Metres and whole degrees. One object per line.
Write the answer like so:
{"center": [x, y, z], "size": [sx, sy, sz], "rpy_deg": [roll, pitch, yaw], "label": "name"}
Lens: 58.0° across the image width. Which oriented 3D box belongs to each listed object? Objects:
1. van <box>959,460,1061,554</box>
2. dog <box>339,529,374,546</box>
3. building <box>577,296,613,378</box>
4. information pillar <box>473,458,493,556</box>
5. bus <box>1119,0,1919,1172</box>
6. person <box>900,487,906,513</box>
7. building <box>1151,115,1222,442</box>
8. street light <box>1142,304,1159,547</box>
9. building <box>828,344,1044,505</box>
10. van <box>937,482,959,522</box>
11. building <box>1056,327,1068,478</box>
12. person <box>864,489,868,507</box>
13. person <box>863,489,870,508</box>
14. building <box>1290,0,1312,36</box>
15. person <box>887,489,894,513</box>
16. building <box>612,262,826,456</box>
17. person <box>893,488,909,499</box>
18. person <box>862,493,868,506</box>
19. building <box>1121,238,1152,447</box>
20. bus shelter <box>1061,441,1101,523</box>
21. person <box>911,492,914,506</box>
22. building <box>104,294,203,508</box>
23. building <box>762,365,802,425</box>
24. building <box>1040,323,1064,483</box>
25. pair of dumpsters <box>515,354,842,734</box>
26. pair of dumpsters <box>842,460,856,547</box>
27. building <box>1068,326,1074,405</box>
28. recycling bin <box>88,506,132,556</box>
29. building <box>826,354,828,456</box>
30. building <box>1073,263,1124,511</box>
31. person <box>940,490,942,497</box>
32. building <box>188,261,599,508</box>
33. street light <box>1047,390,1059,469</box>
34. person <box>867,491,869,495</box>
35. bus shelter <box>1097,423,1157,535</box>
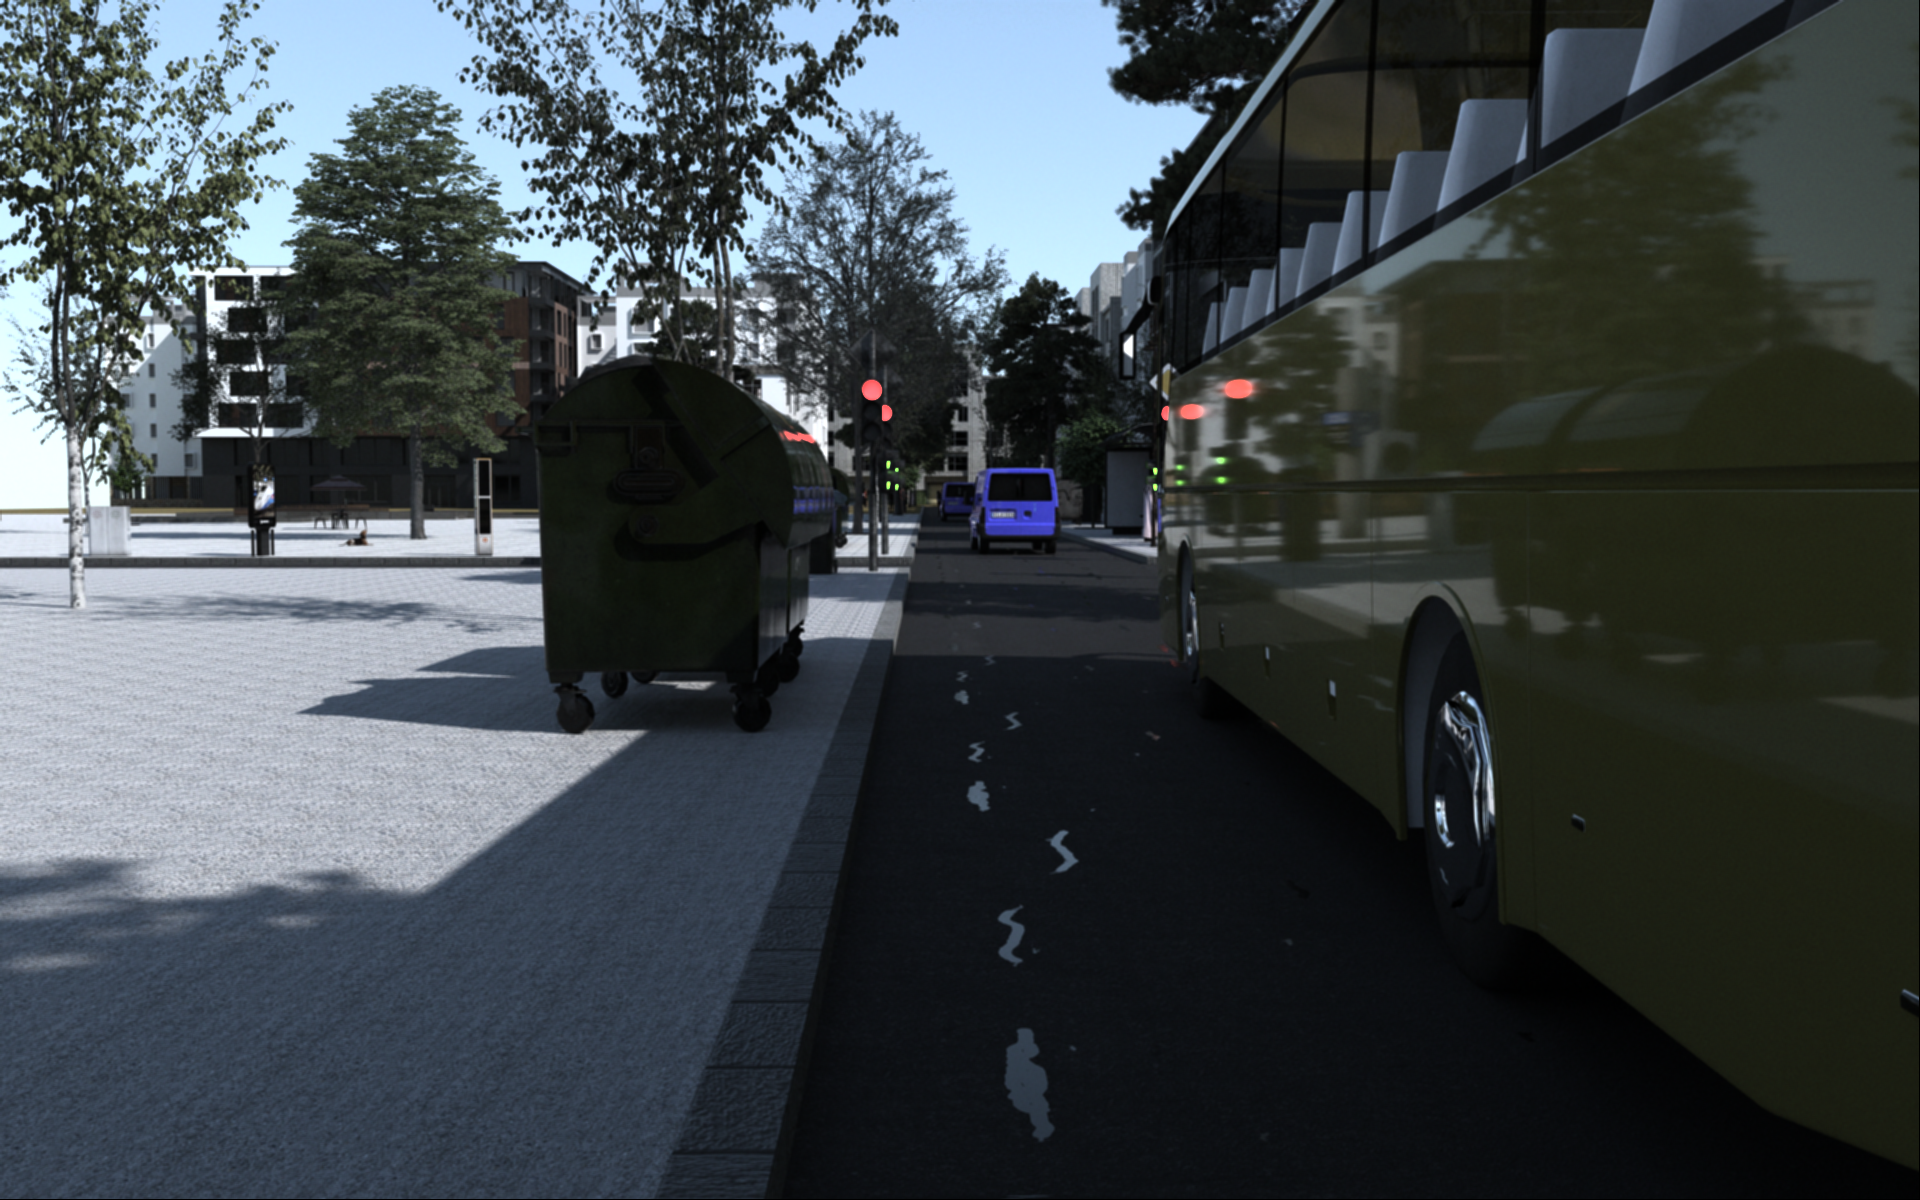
{"center": [1.293, -2.369, 43.113], "size": [2.240, 2.365, 5.245], "rpy_deg": [0, 4, -3], "label": "van"}
{"center": [-15.043, -1.554, 43.146], "size": [0.748, 0.427, 0.550], "rpy_deg": [0, 4, 4], "label": "dog"}
{"center": [-30.848, -19.284, 171.706], "size": [11.380, 20.091, 16.016], "rpy_deg": [0, 4, -1], "label": "building"}
{"center": [-9.870, -1.917, 35.842], "size": [0.304, 2.012, 0.304], "rpy_deg": [-2, 4, -28], "label": "information pillar"}
{"center": [2.670, -0.995, 7.821], "size": [2.896, 3.916, 12.252], "rpy_deg": [0, 4, 0], "label": "bus"}
{"center": [-4.035, -6.943, 120.096], "size": [0.750, 1.759, 0.617], "rpy_deg": [1, 4, 13], "label": "person"}
{"center": [19.498, -17.009, 97.167], "size": [14.314, 24.678, 30.058], "rpy_deg": [0, 4, -1], "label": "building"}
{"center": [4.695, -4.223, 41.839], "size": [0.468, 5.910, 1.993], "rpy_deg": [0, 4, -1], "label": "street light"}
{"center": [-6.006, -21.133, 211.983], "size": [31.486, 18.905, 16.747], "rpy_deg": [0, 4, -1], "label": "building"}
{"center": [-0.055, -5.353, 91.899], "size": [2.240, 2.365, 5.245], "rpy_deg": [0, 4, -2], "label": "van"}
{"center": [17.830, -19.439, 174.239], "size": [16.016, 20.091, 11.380], "rpy_deg": [0, 4, -1], "label": "building"}
{"center": [-9.336, -10.137, 171.718], "size": [0.705, 1.831, 1.348], "rpy_deg": [0, 4, 5], "label": "person"}
{"center": [-8.339, -9.465, 160.811], "size": [1.348, 1.822, 0.705], "rpy_deg": [-2, 4, -29], "label": "person"}
{"center": [19.359, -14.954, 74.170], "size": [12.332, 23.373, 15.834], "rpy_deg": [0, 4, -1], "label": "building"}
{"center": [-4.542, -6.665, 115.840], "size": [1.217, 1.723, 0.721], "rpy_deg": [-3, 5, -45], "label": "person"}
{"center": [-19.894, -17.708, 145.945], "size": [16.016, 20.091, 11.380], "rpy_deg": [0, 4, -1], "label": "building"}
{"center": [-4.489, -7.564, 129.655], "size": [1.348, 1.831, 0.705], "rpy_deg": [0, 4, 8], "label": "person"}
{"center": [-10.128, -10.636, 183.132], "size": [0.799, 1.438, 0.628], "rpy_deg": [-3, 5, -42], "label": "person"}
{"center": [19.301, -16.072, 119.194], "size": [16.016, 20.091, 11.380], "rpy_deg": [0, 4, -1], "label": "building"}
{"center": [5.370, -5.357, 78.872], "size": [1.731, 3.624, 6.357], "rpy_deg": [0, 4, -1], "label": "bus shelter"}
{"center": [-5.111, -10.746, 182.410], "size": [0.551, 1.740, 0.621], "rpy_deg": [0, 4, -3], "label": "person"}
{"center": [-74.934, -19.221, 170.680], "size": [11.380, 20.091, 16.016], "rpy_deg": [0, 4, -1], "label": "building"}
{"center": [-16.103, -11.272, 126.439], "size": [9.099, 9.664, 28.070], "rpy_deg": [0, 4, -1], "label": "building"}
{"center": [25.944, -22.893, 218.273], "size": [32.646, 21.610, 27.936], "rpy_deg": [0, 4, -1], "label": "building"}
{"center": [-1.692, -0.535, 11.246], "size": [1.574, 2.255, 4.436], "rpy_deg": [0, 4, -1], "label": "pair of dumpsters"}
{"center": [-3.422, -2.472, 42.910], "size": [1.574, 2.255, 4.436], "rpy_deg": [0, 4, -1], "label": "pair of dumpsters"}
{"center": [18.837, -18.745, 162.898], "size": [16.016, 20.091, 11.380], "rpy_deg": [0, 4, -1], "label": "building"}
{"center": [-17.666, -1.434, 35.993], "size": [0.722, 1.027, 0.722], "rpy_deg": [-1, 4, -19], "label": "recycling bin"}
{"center": [-20.437, -18.410, 157.423], "size": [16.016, 20.091, 11.380], "rpy_deg": [0, 4, -1], "label": "building"}
{"center": [18.922, -16.800, 141.136], "size": [16.747, 18.905, 31.486], "rpy_deg": [0, 4, -1], "label": "building"}
{"center": [-1.781, -10.466, 179.244], "size": [0.705, 1.869, 1.348], "rpy_deg": [-3, 4, -39], "label": "person"}
{"center": [-52.827, -19.691, 165.920], "size": [32.646, 21.610, 27.936], "rpy_deg": [0, 4, -1], "label": "building"}
{"center": [4.102, -6.362, 76.799], "size": [0.468, 5.910, 1.993], "rpy_deg": [0, 4, -1], "label": "street light"}
{"center": [-9.785, -11.095, 188.252], "size": [0.742, 1.727, 0.445], "rpy_deg": [1, 4, 22], "label": "person"}
{"center": [5.386, -3.551, 51.980], "size": [2.014, 3.302, 5.546], "rpy_deg": [0, 4, -1], "label": "bus shelter"}
